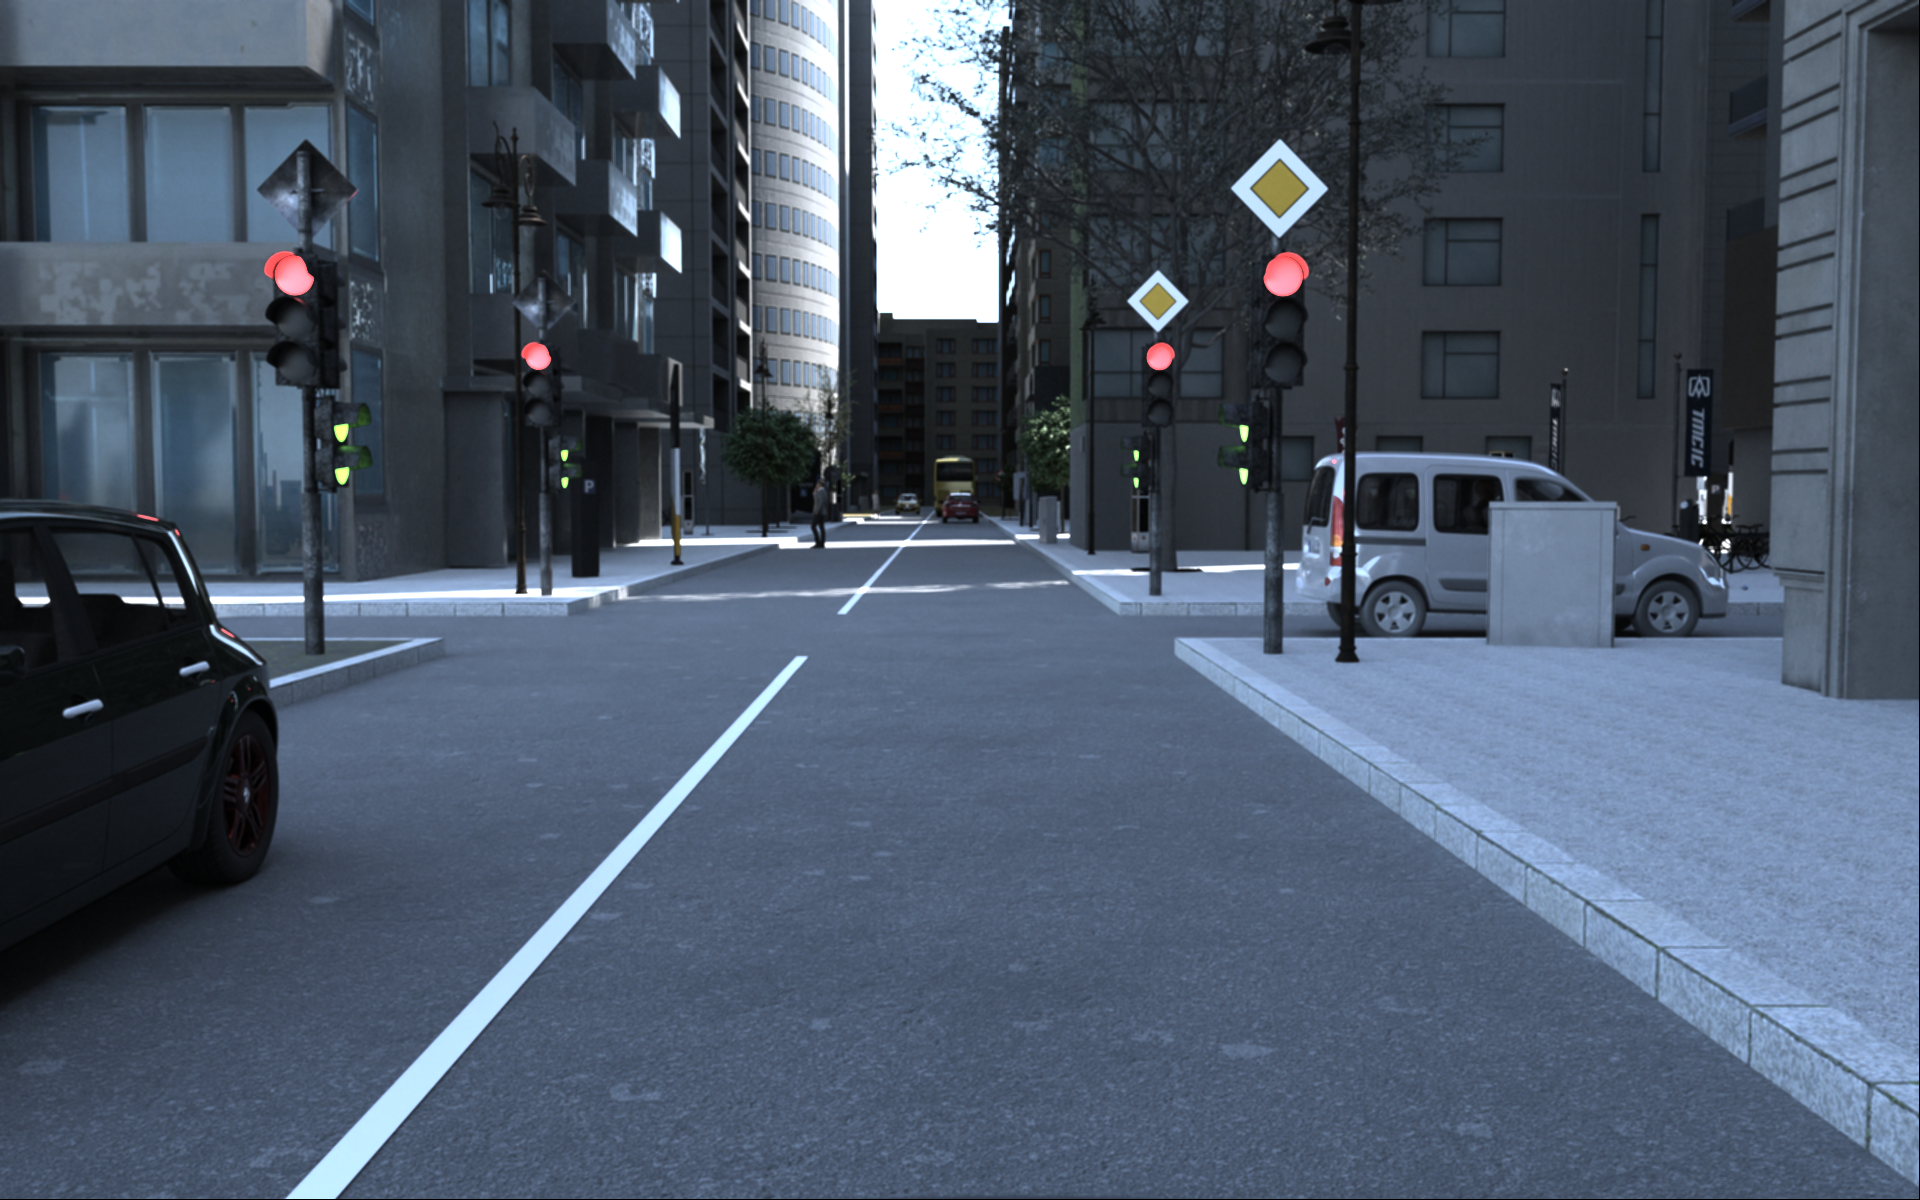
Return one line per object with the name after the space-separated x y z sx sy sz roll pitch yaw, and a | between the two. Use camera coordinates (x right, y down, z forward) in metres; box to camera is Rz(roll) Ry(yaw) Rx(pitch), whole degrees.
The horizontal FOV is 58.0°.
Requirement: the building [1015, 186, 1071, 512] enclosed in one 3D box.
17.953 -16.333 112.088 27.650 21.520 28.899 0 4 0 | building

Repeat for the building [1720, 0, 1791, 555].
23.674 -23.211 29.616 14.200 45.320 14.600 0 4 0 | building

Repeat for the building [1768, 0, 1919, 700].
10.564 -10.102 1.332 11.583 22.565 21.152 0 4 0 | building

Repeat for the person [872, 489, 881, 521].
-4.525 -5.156 93.555 0.466 1.731 0.760 0 4 6 | person

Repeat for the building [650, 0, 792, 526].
-18.134 -39.148 78.322 20.563 71.187 20.611 0 4 0 | building

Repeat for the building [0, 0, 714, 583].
-18.364 -25.480 36.214 23.786 49.044 30.456 0 4 0 | building

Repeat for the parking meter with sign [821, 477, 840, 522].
-6.339 -5.064 79.051 1.738 3.016 0.543 1 4 15 | parking meter with sign

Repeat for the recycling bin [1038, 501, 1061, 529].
3.251 -3.082 62.938 0.722 1.027 0.722 1 4 11 | recycling bin

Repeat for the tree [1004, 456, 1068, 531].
2.851 -4.036 60.590 1.663 3.219 1.824 0 3 0 | tree

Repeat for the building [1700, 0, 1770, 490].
67.503 -44.187 160.707 20.611 71.187 20.563 0 4 0 | building

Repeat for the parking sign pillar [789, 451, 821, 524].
-6.660 -5.278 74.774 1.447 3.967 1.447 2 4 26 | parking sign pillar

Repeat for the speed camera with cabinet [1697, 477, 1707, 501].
35.293 -5.415 82.877 0.660 3.252 2.038 2 4 30 | speed camera with cabinet

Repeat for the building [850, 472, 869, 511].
-23.695 -27.228 137.052 32.217 40.220 23.993 0 4 0 | building

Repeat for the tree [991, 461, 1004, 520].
2.379 -5.633 86.707 1.663 3.219 1.824 0 3 0 | tree

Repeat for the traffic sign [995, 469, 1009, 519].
2.197 -5.438 89.019 0.768 2.556 0.104 0 4 3 | traffic sign

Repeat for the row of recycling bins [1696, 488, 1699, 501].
30.661 -4.058 73.454 1.069 1.692 3.534 1 4 18 | row of recycling bins

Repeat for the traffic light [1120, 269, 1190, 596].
2.457 -2.012 21.820 0.839 4.253 0.868 0 4 0 | traffic light

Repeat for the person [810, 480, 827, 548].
-3.770 -2.292 46.150 0.473 1.802 0.592 1 4 22 | person

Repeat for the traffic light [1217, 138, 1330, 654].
2.503 -1.524 13.835 0.839 4.253 0.868 0 4 0 | traffic light

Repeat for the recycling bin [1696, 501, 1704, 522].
27.158 -3.177 64.500 0.722 1.027 0.722 -2 4 -28 | recycling bin

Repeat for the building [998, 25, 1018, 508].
10.671 -31.429 163.969 14.600 45.320 14.200 0 4 0 | building

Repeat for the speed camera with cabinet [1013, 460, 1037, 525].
2.722 -4.771 72.333 0.660 3.252 2.038 1 4 16 | speed camera with cabinet

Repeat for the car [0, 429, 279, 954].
-3.435 0.293 5.000 2.009 1.686 4.222 0 4 -1 | car

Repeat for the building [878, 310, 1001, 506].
-9.267 -21.419 195.242 28.899 21.520 27.650 0 4 0 | building

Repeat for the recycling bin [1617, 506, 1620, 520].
34.224 -4.694 89.305 0.722 1.027 0.722 1 4 12 | recycling bin

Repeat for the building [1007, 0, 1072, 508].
15.222 -31.926 141.595 23.786 49.044 30.456 0 4 0 | building

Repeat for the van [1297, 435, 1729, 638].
5.510 -0.633 17.367 4.112 2.044 2.013 0 4 -1 | van

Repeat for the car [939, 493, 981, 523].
0.007 -4.750 86.705 2.155 1.783 4.494 0 4 -1 | car

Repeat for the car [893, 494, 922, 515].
-3.675 -6.829 121.872 2.015 1.641 3.980 0 4 -1 | car

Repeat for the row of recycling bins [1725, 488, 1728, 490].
42.041 -5.234 92.681 1.069 1.692 3.534 0 4 -7 | row of recycling bins

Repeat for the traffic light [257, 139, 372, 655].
-5.158 -1.520 13.775 0.839 4.253 0.868 0 4 0 | traffic light

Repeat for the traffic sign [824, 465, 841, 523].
-5.639 -4.662 76.335 0.768 2.556 0.104 0 4 6 | traffic sign

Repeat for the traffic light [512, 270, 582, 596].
-5.204 -2.009 21.760 0.839 4.253 0.868 0 4 0 | traffic light

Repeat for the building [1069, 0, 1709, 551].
9.808 -22.091 44.781 14.154 41.232 14.086 0 4 0 | building

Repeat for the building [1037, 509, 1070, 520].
14.906 -46.916 79.752 22.319 86.520 31.000 0 4 0 | building

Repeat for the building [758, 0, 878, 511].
-21.839 -37.816 160.290 28.212 58.520 21.231 0 4 0 | building
